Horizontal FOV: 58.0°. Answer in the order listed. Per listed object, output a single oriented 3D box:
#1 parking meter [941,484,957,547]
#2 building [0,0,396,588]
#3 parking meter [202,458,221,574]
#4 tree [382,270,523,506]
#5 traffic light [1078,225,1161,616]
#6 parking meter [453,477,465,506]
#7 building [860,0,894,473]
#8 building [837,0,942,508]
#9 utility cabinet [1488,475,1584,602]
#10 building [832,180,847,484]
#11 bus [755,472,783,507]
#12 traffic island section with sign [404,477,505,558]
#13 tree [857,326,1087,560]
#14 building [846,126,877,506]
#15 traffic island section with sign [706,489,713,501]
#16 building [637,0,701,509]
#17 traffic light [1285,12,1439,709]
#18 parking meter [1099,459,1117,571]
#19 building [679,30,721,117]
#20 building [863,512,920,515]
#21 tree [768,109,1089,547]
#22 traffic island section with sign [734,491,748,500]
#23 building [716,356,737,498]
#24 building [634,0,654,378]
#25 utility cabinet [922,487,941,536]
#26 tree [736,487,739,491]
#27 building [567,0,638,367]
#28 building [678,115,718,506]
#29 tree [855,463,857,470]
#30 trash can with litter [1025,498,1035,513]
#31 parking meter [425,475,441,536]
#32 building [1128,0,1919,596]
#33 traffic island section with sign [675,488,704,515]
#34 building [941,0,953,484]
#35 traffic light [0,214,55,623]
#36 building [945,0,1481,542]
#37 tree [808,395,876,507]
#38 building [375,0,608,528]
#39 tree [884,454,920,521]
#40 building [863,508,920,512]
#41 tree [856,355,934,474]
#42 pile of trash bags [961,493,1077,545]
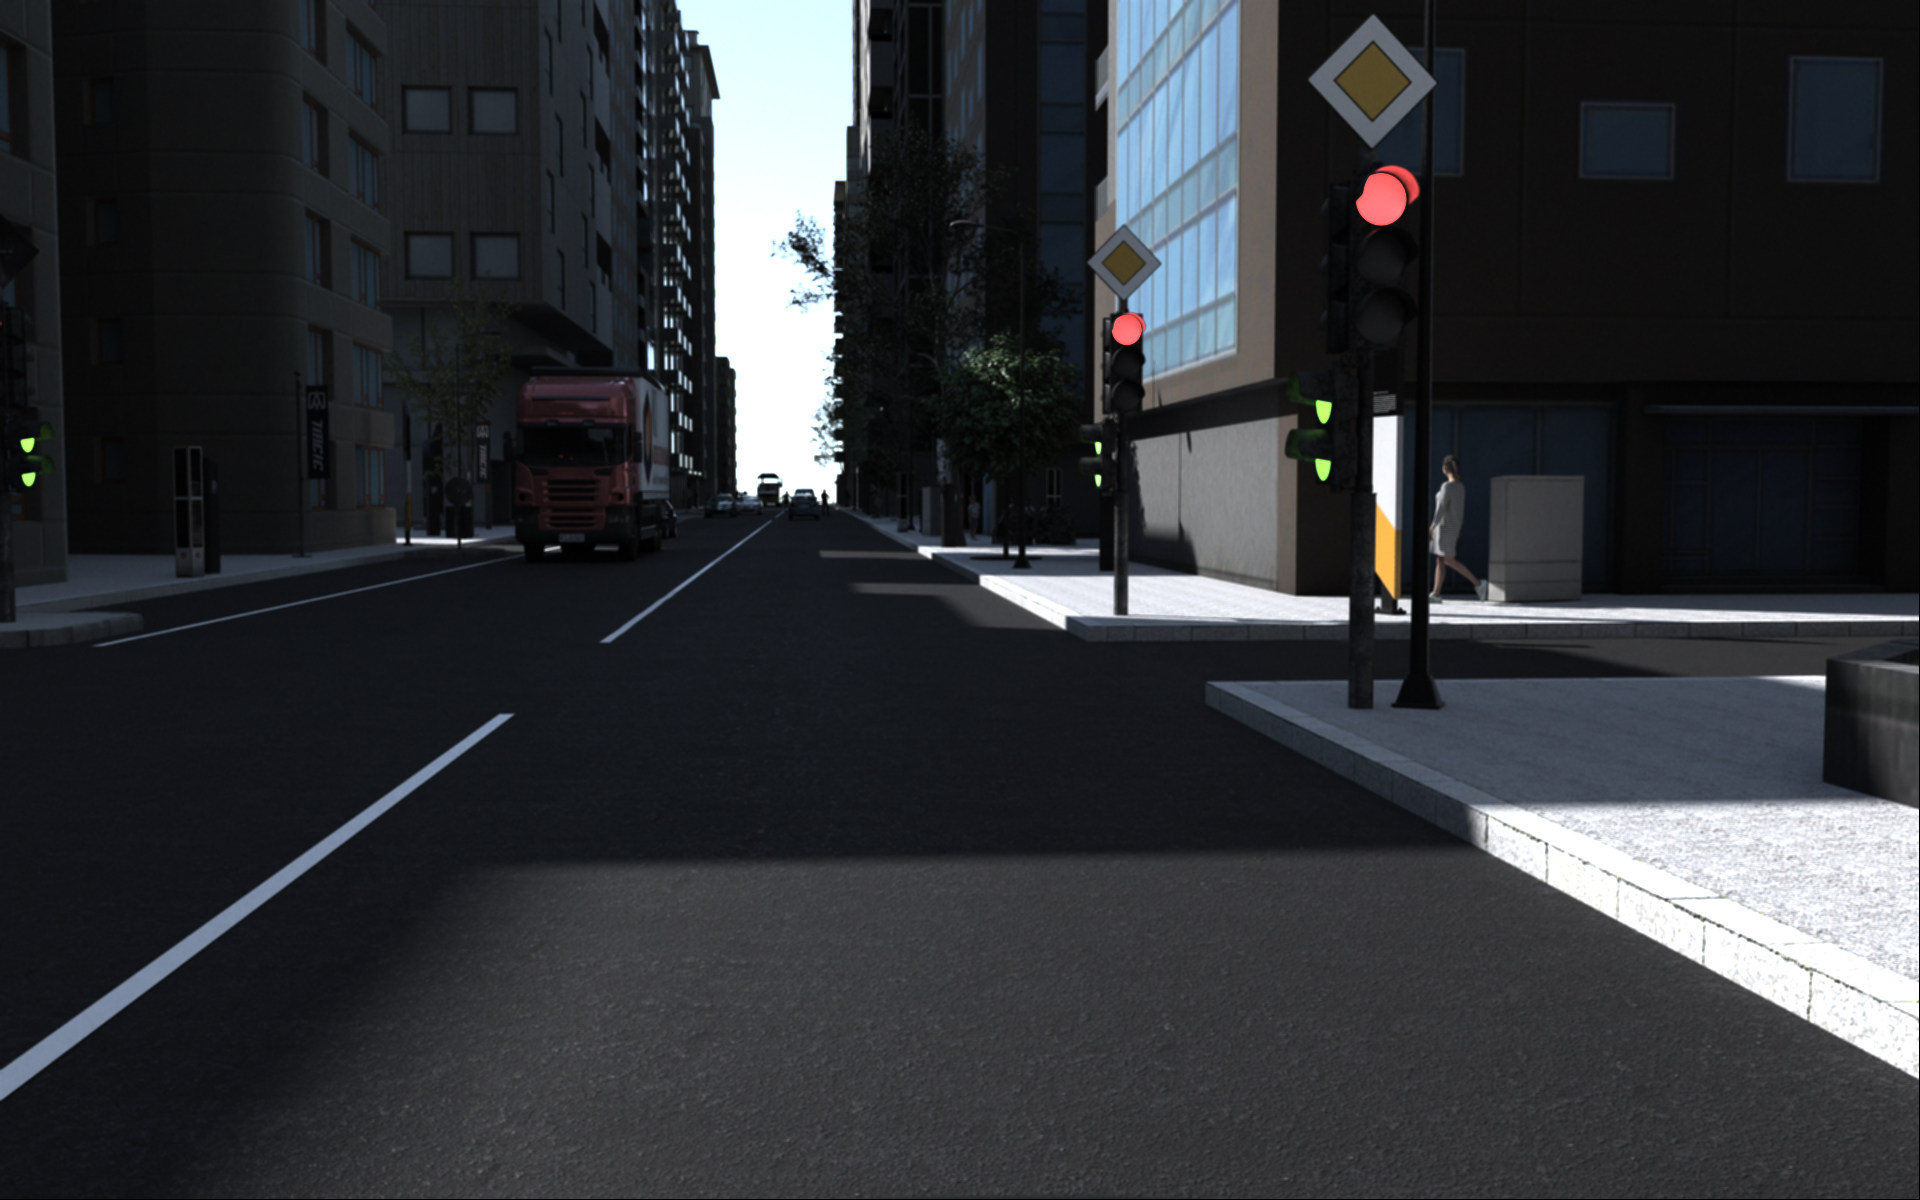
[{"bbox_3d":[-0.269,-2.042,41.794,0.372,1.533,0.369,0,3,0],"label":"parking meter"},{"bbox_3d":[-27.331,-11.271,29.327,27.650,21.520,28.899,0,4,-5],"label":"building"},{"bbox_3d":[-12.129,-1.358,27.913,0.255,1.863,0.399,0,4,-2],"label":"parking meter"},{"bbox_3d":[-16.272,-6.493,56.525,4.737,8.622,4.395,0,3,0],"label":"tree"},{"bbox_3d":[1.686,-1.793,18.241,0.839,4.253,0.868,0,4,-5],"label":"traffic light"},{"bbox_3d":[-17.300,-3.310,59.822,0.255,1.863,0.399,-3,5,-41],"label":"parking meter"},{"bbox_3d":[6.101,-33.346,134.439,28.713,52.752,27.495,0,4,-5],"label":"building"},{"bbox_3d":[-4.888,-47.355,212.510,20.563,71.187,20.611,0,4,-5],"label":"building"},{"bbox_3d":[6.853,-0.730,20.620,1.173,1.500,0.318,-2,4,-24],"label":"utility cabinet"},{"bbox_3d":[-6.366,-35.690,238.162,22.147,44.769,28.867,0,4,-5],"label":"building"},{"bbox_3d":[-22.050,-12.809,200.965,2.896,3.916,12.252,0,4,-4],"label":"bus"},{"bbox_3d":[-11.558,-1.907,39.811,1.989,1.847,2.006,0,4,-5],"label":"traffic island section with sign"},{"bbox_3d":[0.838,-3.079,34.051,4.285,4.588,4.351,0,3,0],"label":"tree"},{"bbox_3d":[-5.855,-31.334,195.900,14.154,41.232,14.086,0,4,-5],"label":"building"},{"bbox_3d":[-20.694,-8.251,143.535,1.989,1.847,2.006,0,4,-5],"label":"traffic island section with sign"},{"bbox_3d":[-35.252,-32.490,150.826,23.786,49.044,30.456,0,4,-5],"label":"building"},{"bbox_3d":[2.387,-1.307,10.287,0.839,4.253,0.868,0,4,-5],"label":"traffic light"},{"bbox_3d":[2.490,-1.420,28.925,0.255,1.863,0.399,1,4,16],"label":"parking meter"},{"bbox_3d":[-42.706,-37.443,201.438,28.713,52.752,27.495,0,4,-5],"label":"building"},{"bbox_3d":[4.247,-41.062,109.613,20.563,71.187,20.611,0,4,-5],"label":"building"},{"bbox_3d":[-0.282,-6.596,42.264,7.601,10.594,8.767,2,4,29],"label":"tree"},{"bbox_3d":[-25.565,-11.629,198.754,1.989,1.847,2.006,0,4,-5],"label":"traffic island section with sign"},{"bbox_3d":[-44.189,-23.576,230.513,27.650,21.520,28.899,0,4,-5],"label":"building"},{"bbox_3d":[-32.028,-49.318,119.023,22.319,86.520,31.000,0,4,-5],"label":"building"},{"bbox_3d":[-0.740,-2.711,52.998,0.318,1.500,1.173,2,4,30],"label":"utility cabinet"},{"bbox_3d":[-32.985,-15.695,251.221,1.663,3.219,1.824,0,3,0],"label":"tree"},{"bbox_3d":[-25.987,-27.382,97.807,14.600,45.320,14.200,0,4,-5],"label":"building"},{"bbox_3d":[-33.058,-30.472,181.805,14.154,41.232,14.086,0,4,-5],"label":"building"},{"bbox_3d":[-4.109,-6.923,96.909,4.285,4.588,4.351,0,3,0],"label":"tree"},{"bbox_3d":[1.528,-2.248,48.134,1.055,1.170,0.624,0,4,-7],"label":"trash can with litter"},{"bbox_3d":[-16.131,-2.896,53.054,0.399,1.863,0.255,-3,5,-41],"label":"parking meter"},{"bbox_3d":[10.318,-23.081,27.483,14.200,45.320,14.600,0,4,-5],"label":"building"},{"bbox_3d":[-18.336,-6.609,116.682,1.989,1.847,2.006,0,4,-5],"label":"traffic island section with sign"},{"bbox_3d":[6.006,-18.748,78.223,14.160,30.474,14.107,0,4,-5],"label":"building"},{"bbox_3d":[-9.530,-1.732,17.241,0.839,4.253,0.868,0,4,-5],"label":"traffic light"},{"bbox_3d":[6.968,-24.804,55.657,14.600,45.320,14.200,0,4,-5],"label":"building"},{"bbox_3d":[-11.869,-15.449,178.339,9.928,11.665,9.643,0,3,0],"label":"tree"},{"bbox_3d":[-30.278,-29.783,76.194,28.713,52.752,27.495,0,4,-5],"label":"building"},{"bbox_3d":[-3.019,-5.486,84.290,1.663,3.219,1.824,0,3,0],"label":"tree"},{"bbox_3d":[0.761,-43.998,157.626,20.563,71.187,20.611,0,4,-5],"label":"building"},{"bbox_3d":[-3.121,-8.516,89.599,4.360,8.622,3.978,0,3,0],"label":"tree"},{"bbox_3d":[1.227,-2.098,44.062,3.447,1.369,1.912,0,4,1],"label":"pile of trash bags"}]
